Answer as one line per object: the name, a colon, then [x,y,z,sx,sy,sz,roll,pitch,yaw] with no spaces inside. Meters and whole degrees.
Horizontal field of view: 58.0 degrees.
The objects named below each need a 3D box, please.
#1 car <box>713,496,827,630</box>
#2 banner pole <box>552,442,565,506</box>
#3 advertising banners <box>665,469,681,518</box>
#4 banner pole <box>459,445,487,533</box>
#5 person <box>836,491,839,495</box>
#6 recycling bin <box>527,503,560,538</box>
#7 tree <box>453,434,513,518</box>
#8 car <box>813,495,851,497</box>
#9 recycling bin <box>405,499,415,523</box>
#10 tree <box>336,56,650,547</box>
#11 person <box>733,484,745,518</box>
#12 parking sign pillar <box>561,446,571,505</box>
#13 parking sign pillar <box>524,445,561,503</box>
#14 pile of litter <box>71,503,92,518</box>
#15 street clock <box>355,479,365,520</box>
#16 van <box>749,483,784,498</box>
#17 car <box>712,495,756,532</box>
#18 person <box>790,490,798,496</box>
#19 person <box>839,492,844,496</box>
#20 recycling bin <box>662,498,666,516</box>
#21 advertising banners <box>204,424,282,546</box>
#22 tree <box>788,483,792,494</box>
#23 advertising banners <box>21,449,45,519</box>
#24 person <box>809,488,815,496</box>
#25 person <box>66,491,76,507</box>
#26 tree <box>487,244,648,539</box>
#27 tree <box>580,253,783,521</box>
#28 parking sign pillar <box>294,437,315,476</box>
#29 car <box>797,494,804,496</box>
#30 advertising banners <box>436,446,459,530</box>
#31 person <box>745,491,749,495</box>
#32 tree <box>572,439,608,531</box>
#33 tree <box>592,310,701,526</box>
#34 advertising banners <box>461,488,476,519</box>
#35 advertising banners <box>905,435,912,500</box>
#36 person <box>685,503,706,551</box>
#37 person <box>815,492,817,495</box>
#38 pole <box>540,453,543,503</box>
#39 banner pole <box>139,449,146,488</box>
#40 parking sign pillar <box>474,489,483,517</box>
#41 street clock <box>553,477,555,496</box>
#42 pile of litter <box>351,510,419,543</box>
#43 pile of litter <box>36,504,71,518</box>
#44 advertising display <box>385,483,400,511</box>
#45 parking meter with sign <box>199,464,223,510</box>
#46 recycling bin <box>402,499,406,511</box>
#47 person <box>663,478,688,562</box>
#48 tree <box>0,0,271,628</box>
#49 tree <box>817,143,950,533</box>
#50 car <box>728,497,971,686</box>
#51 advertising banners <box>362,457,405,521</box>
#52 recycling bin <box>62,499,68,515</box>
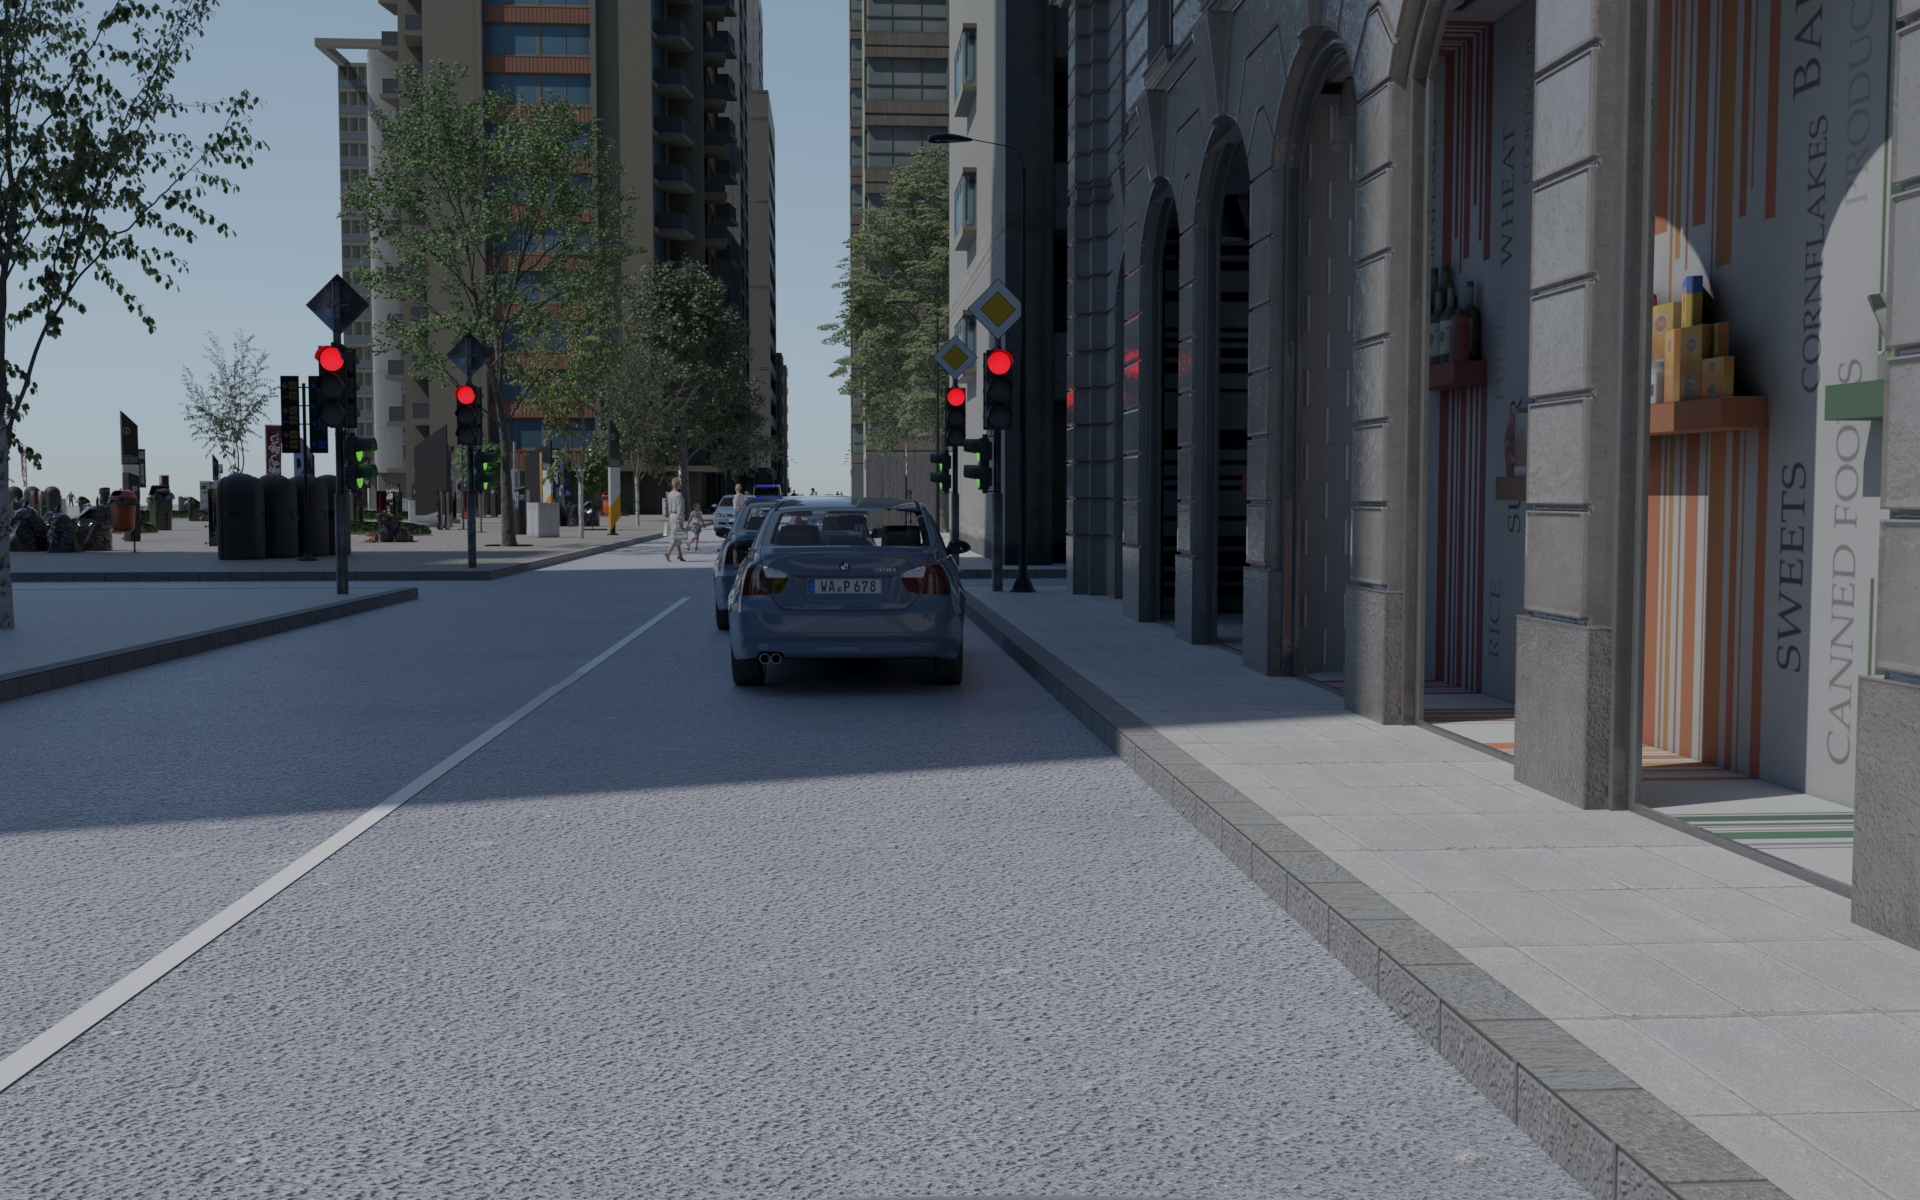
car: [-1.799,-0.467,19.642,2.014,1.417,4.499,0,4,-4]
banner pole: [-19.137,-5.663,82.615,0.863,3.779,0.401,0,4,7]
advertising banners: [-15.425,-5.939,93.295,0.090,3.025,2.074,-2,4,-35]
banner pole: [-16.161,-4.141,57.715,0.863,3.779,0.401,2,4,28]
person: [-17.588,-14.690,248.309,1.348,1.869,0.705,-3,5,-43]
recycling bin: [-12.318,-2.362,51.180,0.722,1.027,0.722,-3,5,-42]
tree: [-25.831,-6.729,93.730,4.285,4.588,4.351,0,3,0]
car: [-3.132,-1.778,41.068,2.014,1.417,4.499,0,4,-3]
recycling bin: [-21.630,-3.468,69.258,0.722,1.027,0.722,0,4,-8]
tree: [-11.221,-7.123,42.209,9.928,11.665,9.643,0,3,0]
person: [-6.665,-2.712,53.505,0.598,1.740,0.731,1,4,11]
parking sign pillar: [-22.081,-6.604,96.443,1.447,3.967,1.447,-2,4,-33]
parking sign pillar: [-20.937,-5.968,86.042,1.447,3.967,1.447,1,4,12]
pile of litter: [-43.933,-4.448,86.694,1.176,0.858,1.719,-2,4,-32]
street clock: [-23.875,-3.930,68.820,0.471,2.002,0.358,3,4,37]
van: [-12.435,-6.563,111.693,2.240,2.365,5.245,0,4,-5]
car: [-8.615,-3.394,67.493,2.014,1.417,4.499,0,4,-4]
person: [-14.682,-8.865,153.426,1.348,1.826,0.705,1,4,13]
person: [-15.516,-13.323,226.863,0.617,1.759,0.750,1,4,9]
recycling bin: [-17.207,-5.528,102.942,0.722,1.027,0.722,1,4,19]
advertising banners: [-17.753,-2.867,43.067,0.090,3.025,2.074,3,5,44]
tree: [-26.364,-16.444,263.459,1.663,3.219,1.824,0,3,0]
advertising banners: [-35.839,-4.328,66.946,2.074,3.025,0.090,3,5,41]
person: [-8.424,-5.483,98.418,0.850,1.792,0.678,0,4,3]
person: [-92.848,-10.509,180.874,0.990,1.755,0.434,0,4,-4]
tree: [-11.143,-6.073,49.648,4.737,8.622,4.395,0,3,0]
tree: [-13.258,-10.125,82.557,9.611,12.733,9.660,0,3,0]
parking sign pillar: [-30.993,-5.715,81.914,1.447,3.967,1.447,3,5,44]
car: [-16.360,-10.075,174.952,2.015,1.641,3.980,0,4,-4]
advertising banners: [-18.483,-4.045,62.319,0.090,3.025,2.074,0,4,1]
person: [-12.791,-5.718,103.803,0.330,1.601,0.589,0,3,0]
tree: [-12.905,-4.085,61.399,1.663,3.219,1.824,0,3,0]
tree: [-12.751,-7.256,68.997,4.360,8.622,3.978,0,3,0]
advertising banners: [-25.240,-5.634,88.307,2.074,3.025,0.090,1,4,14]
advertising banners: [-1.503,-3.312,50.346,0.090,3.025,2.074,0,4,-5]
person: [-6.674,-1.854,43.821,0.382,1.210,0.505,3,4,39]
person: [-17.567,-12.456,212.879,0.721,1.743,1.217,1,4,18]
pole: [-20.520,-5.580,85.083,0.158,3.312,0.155,0,3,0]
banner pole: [-39.799,-5.752,84.068,0.401,3.779,0.863,1,4,18]
parking sign pillar: [-27.763,-6.699,97.997,1.447,3.967,1.447,1,4,10]
street clock: [-17.419,-4.228,73.690,0.358,2.002,0.471,1,4,8]
pile of litter: [-15.337,-1.965,46.098,1.719,0.858,1.176,-1,4,-10]
pile of litter: [-41.573,-3.944,78.450,1.719,0.858,1.176,0,4,1]
advertising display: [-33.522,-5.942,102.360,0.974,1.923,0.123,1,4,17]
parking meter with sign: [-43.773,-6.385,100.658,1.738,3.016,0.543,0,4,6]
recycling bin: [-30.847,-5.099,95.927,0.722,1.027,0.722,-1,4,-8]
person: [-6.053,-1.702,36.677,0.624,1.780,0.694,-2,4,-30]
tree: [-8.995,-4.046,16.520,4.360,8.622,3.978,0,3,0]
tree: [-0.947,-8.481,56.785,7.486,12.596,7.792,0,3,0]
car: [-0.892,-0.139,14.270,2.014,1.417,4.499,0,4,-2]
advertising banners: [-27.540,-5.280,82.513,2.074,3.025,0.090,-2,4,-35]
recycling bin: [-50.488,-5.171,97.098,0.722,1.027,0.722,-1,4,-18]
